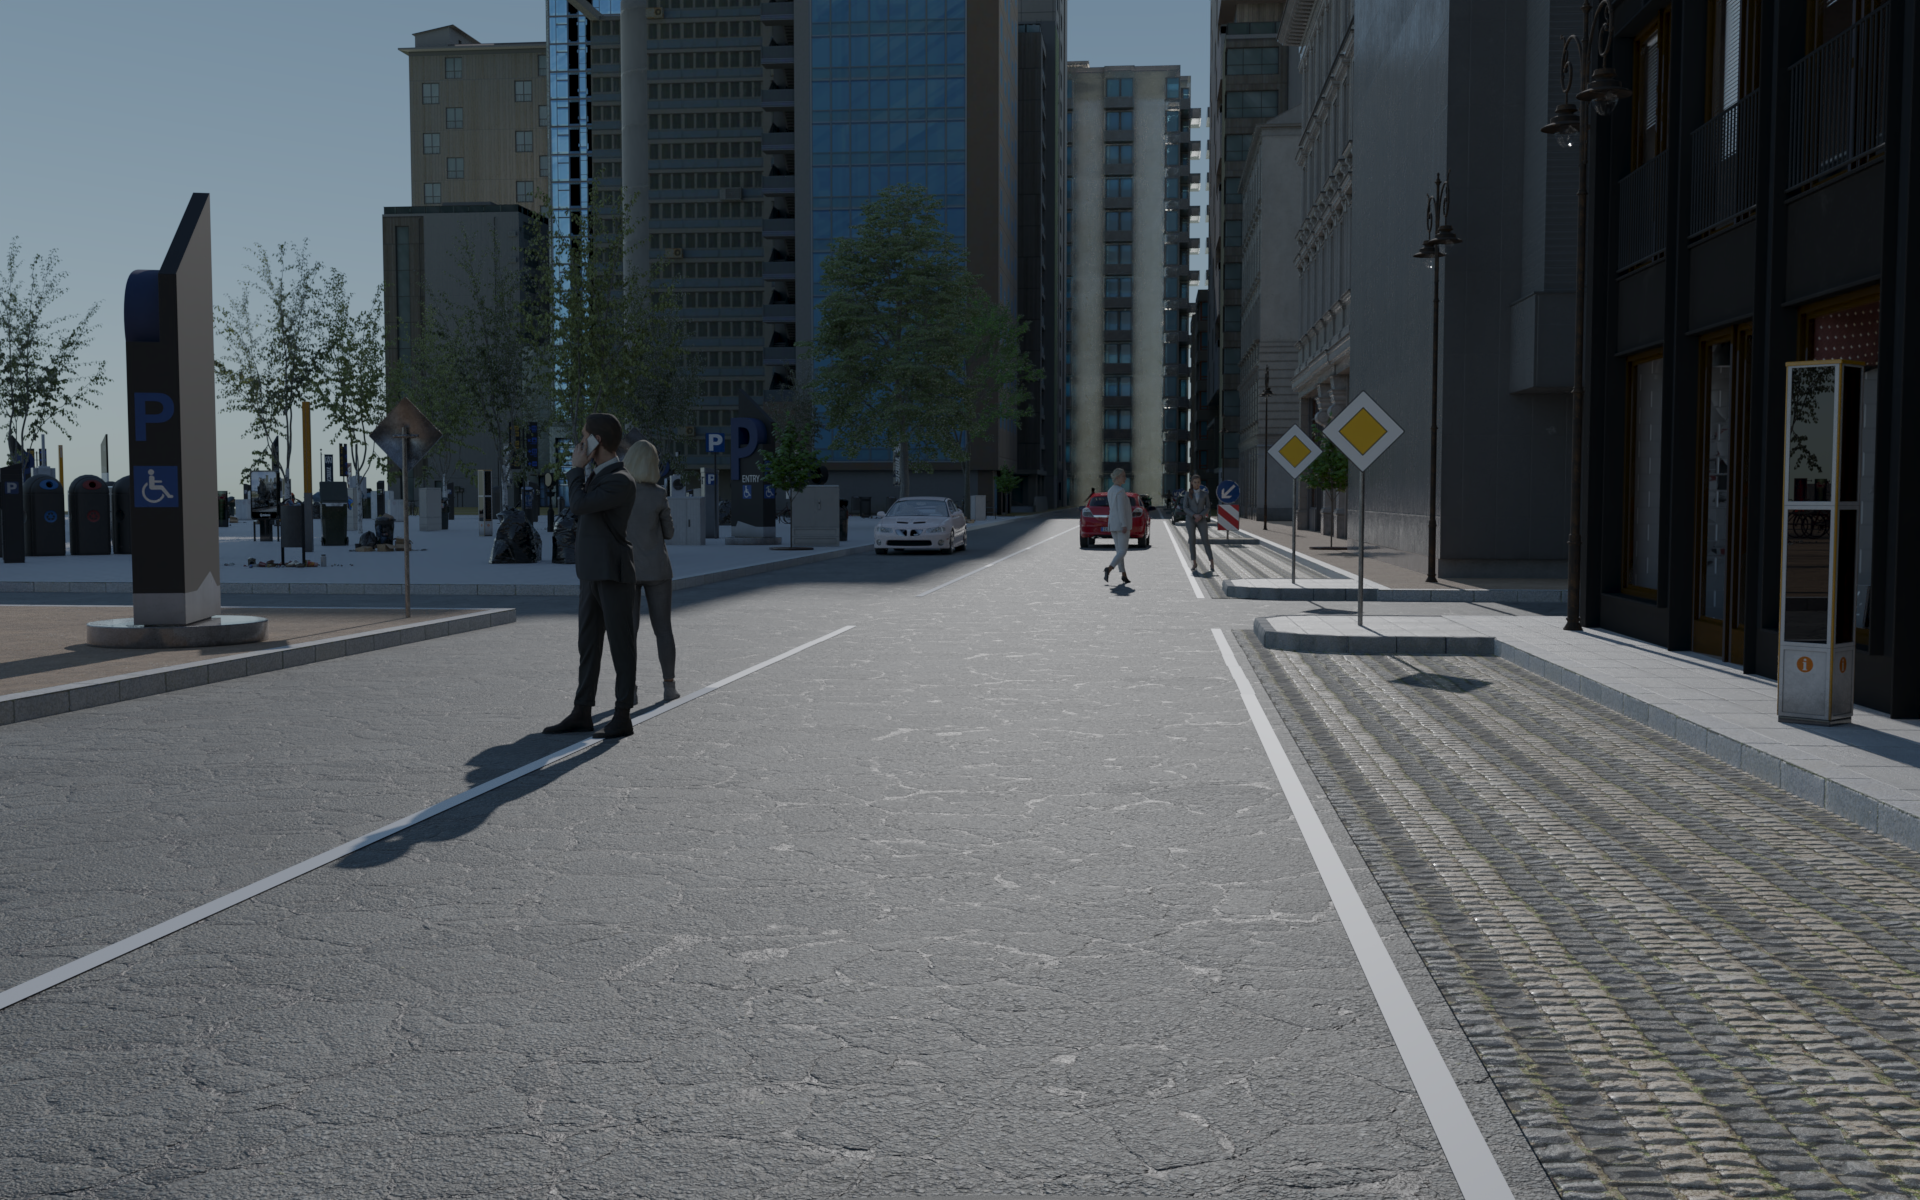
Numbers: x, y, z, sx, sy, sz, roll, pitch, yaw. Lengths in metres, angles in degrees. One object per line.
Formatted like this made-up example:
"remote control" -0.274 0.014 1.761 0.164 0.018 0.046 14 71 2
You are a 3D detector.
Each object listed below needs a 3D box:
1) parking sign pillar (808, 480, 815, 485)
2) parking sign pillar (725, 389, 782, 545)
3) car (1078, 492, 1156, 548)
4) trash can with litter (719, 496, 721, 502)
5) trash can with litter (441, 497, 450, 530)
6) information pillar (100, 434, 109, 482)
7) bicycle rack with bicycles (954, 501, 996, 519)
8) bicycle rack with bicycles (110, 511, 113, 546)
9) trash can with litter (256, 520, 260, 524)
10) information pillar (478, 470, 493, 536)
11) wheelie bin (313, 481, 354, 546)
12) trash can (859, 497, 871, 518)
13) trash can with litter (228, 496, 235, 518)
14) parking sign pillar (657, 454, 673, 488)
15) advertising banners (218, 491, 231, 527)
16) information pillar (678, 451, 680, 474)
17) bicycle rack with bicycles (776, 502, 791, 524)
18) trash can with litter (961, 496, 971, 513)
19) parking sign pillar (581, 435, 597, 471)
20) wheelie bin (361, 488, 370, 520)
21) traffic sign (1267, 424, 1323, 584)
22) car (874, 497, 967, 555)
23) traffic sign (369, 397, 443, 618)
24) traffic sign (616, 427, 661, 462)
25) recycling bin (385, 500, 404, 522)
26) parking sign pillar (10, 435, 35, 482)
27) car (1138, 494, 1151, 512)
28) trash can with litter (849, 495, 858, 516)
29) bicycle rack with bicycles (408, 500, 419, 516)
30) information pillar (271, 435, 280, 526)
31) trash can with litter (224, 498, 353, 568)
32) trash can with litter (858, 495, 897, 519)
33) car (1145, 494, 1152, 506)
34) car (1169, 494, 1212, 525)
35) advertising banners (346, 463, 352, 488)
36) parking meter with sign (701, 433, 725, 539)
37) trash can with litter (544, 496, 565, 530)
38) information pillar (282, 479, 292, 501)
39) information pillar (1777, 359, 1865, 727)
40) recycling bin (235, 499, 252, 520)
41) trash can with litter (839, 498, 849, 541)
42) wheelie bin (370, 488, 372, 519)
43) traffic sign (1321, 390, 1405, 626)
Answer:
"parking sign pillar" -8.386 -6.625 96.798 1.447 3.967 1.447 -1 4 -15
"parking sign pillar" -5.255 -3.393 43.948 1.447 3.967 1.447 3 5 44
"car" 4.301 -2.366 47.717 2.155 1.783 4.494 1 4 8
"trash can with litter" -12.920 -4.768 89.015 2.233 1.210 1.678 -3 5 -42
"trash can with litter" -18.835 -3.105 62.162 1.055 1.170 0.624 1 4 20
"information pillar" -33.391 -4.668 67.675 0.504 3.616 0.183 3 5 40
"bicycle rack with bicycles" 0.634 -4.576 88.201 2.852 0.926 2.925 -1 4 -14
"bicycle rack with bicycles" -19.708 -1.771 42.343 2.852 0.926 2.925 -1 4 -14
"trash can with litter" -29.451 -3.804 73.578 1.055 1.170 0.624 -3 5 -44
"information pillar" -14.409 -2.941 52.573 0.304 2.012 0.304 3 5 40
"wheelie bin" -15.593 -2.148 43.033 0.980 1.594 0.693 -2 4 -24
"trash can" -5.115 -5.010 93.561 0.748 1.137 0.748 0 3 0
"trash can with litter" -38.428 -4.854 90.744 0.624 1.170 1.055 2 4 24
"parking sign pillar" -16.287 -6.466 94.199 1.447 3.967 1.447 0 4 -3
"advertising banners" -29.286 -4.330 66.980 2.074 3.025 0.090 0 4 0
"information pillar" -15.186 -6.263 93.758 0.183 3.616 0.504 -1 4 -13
"bicycle rack with bicycles" -6.951 -3.754 74.756 2.925 0.926 2.852 0 4 5
"trash can with litter" 0.607 -5.276 97.648 1.055 1.170 0.624 0 4 -1
"parking sign pillar" -16.173 -5.421 77.107 1.447 3.967 1.447 -2 4 -31
"wheelie bin" -29.425 -4.675 84.338 0.693 1.594 0.980 0 4 6
"traffic sign" 4.780 -1.293 24.781 0.795 2.450 0.064 0 4 6
"car" -0.921 -1.847 42.556 2.083 1.381 4.827 0 4 7
"traffic sign" -5.730 -0.874 17.924 0.795 2.450 0.064 0 4 6
"traffic sign" -4.853 -1.359 25.861 0.795 2.450 0.064 0 4 6
"recycling bin" -25.920 -4.095 79.504 0.722 1.027 0.722 -3 5 -40
"parking sign pillar" -43.070 -5.576 79.637 1.447 3.967 1.447 0 4 1
"car" 14.363 -7.918 139.238 2.009 1.686 4.222 0 4 7
"trash can with litter" -6.391 -5.430 99.839 2.233 1.210 1.678 0 4 -1
"bicycle rack with bicycles" -32.272 -5.354 100.921 2.852 0.926 2.925 -1 4 -18
"information pillar" -27.240 -4.748 68.977 0.183 3.616 0.504 0 4 6
"trash can with litter" -12.062 -1.206 30.771 2.233 1.210 1.678 2 4 25
"trash can with litter" -3.944 -4.842 90.216 2.233 1.210 1.678 0 4 5
"car" 17.255 -9.497 164.077 1.959 1.807 4.718 0 4 6
"car" 10.782 -4.348 80.881 2.009 1.686 4.222 0 4 5
"advertising banners" -33.439 -6.117 96.206 2.074 3.025 0.090 2 4 34
"parking meter with sign" -7.229 -3.300 50.208 0.543 3.016 1.738 -1 4 -17
"trash can with litter" -14.479 -3.131 62.242 1.678 1.210 2.233 0 4 -5
"information pillar" -32.119 -4.781 82.657 0.304 2.012 0.304 2 4 32
"information pillar" 4.801 -0.317 9.668 0.304 2.012 0.304 -3 5 -40
"recycling bin" -35.013 -4.428 84.949 0.722 1.027 0.722 1 4 17
"trash can with litter" -3.389 -2.193 47.241 0.624 1.170 1.055 -1 4 -16
"wheelie bin" -30.863 -5.034 90.208 0.980 1.594 0.693 2 4 28
"traffic sign" 3.904 -0.807 16.844 0.795 2.450 0.064 0 4 6
